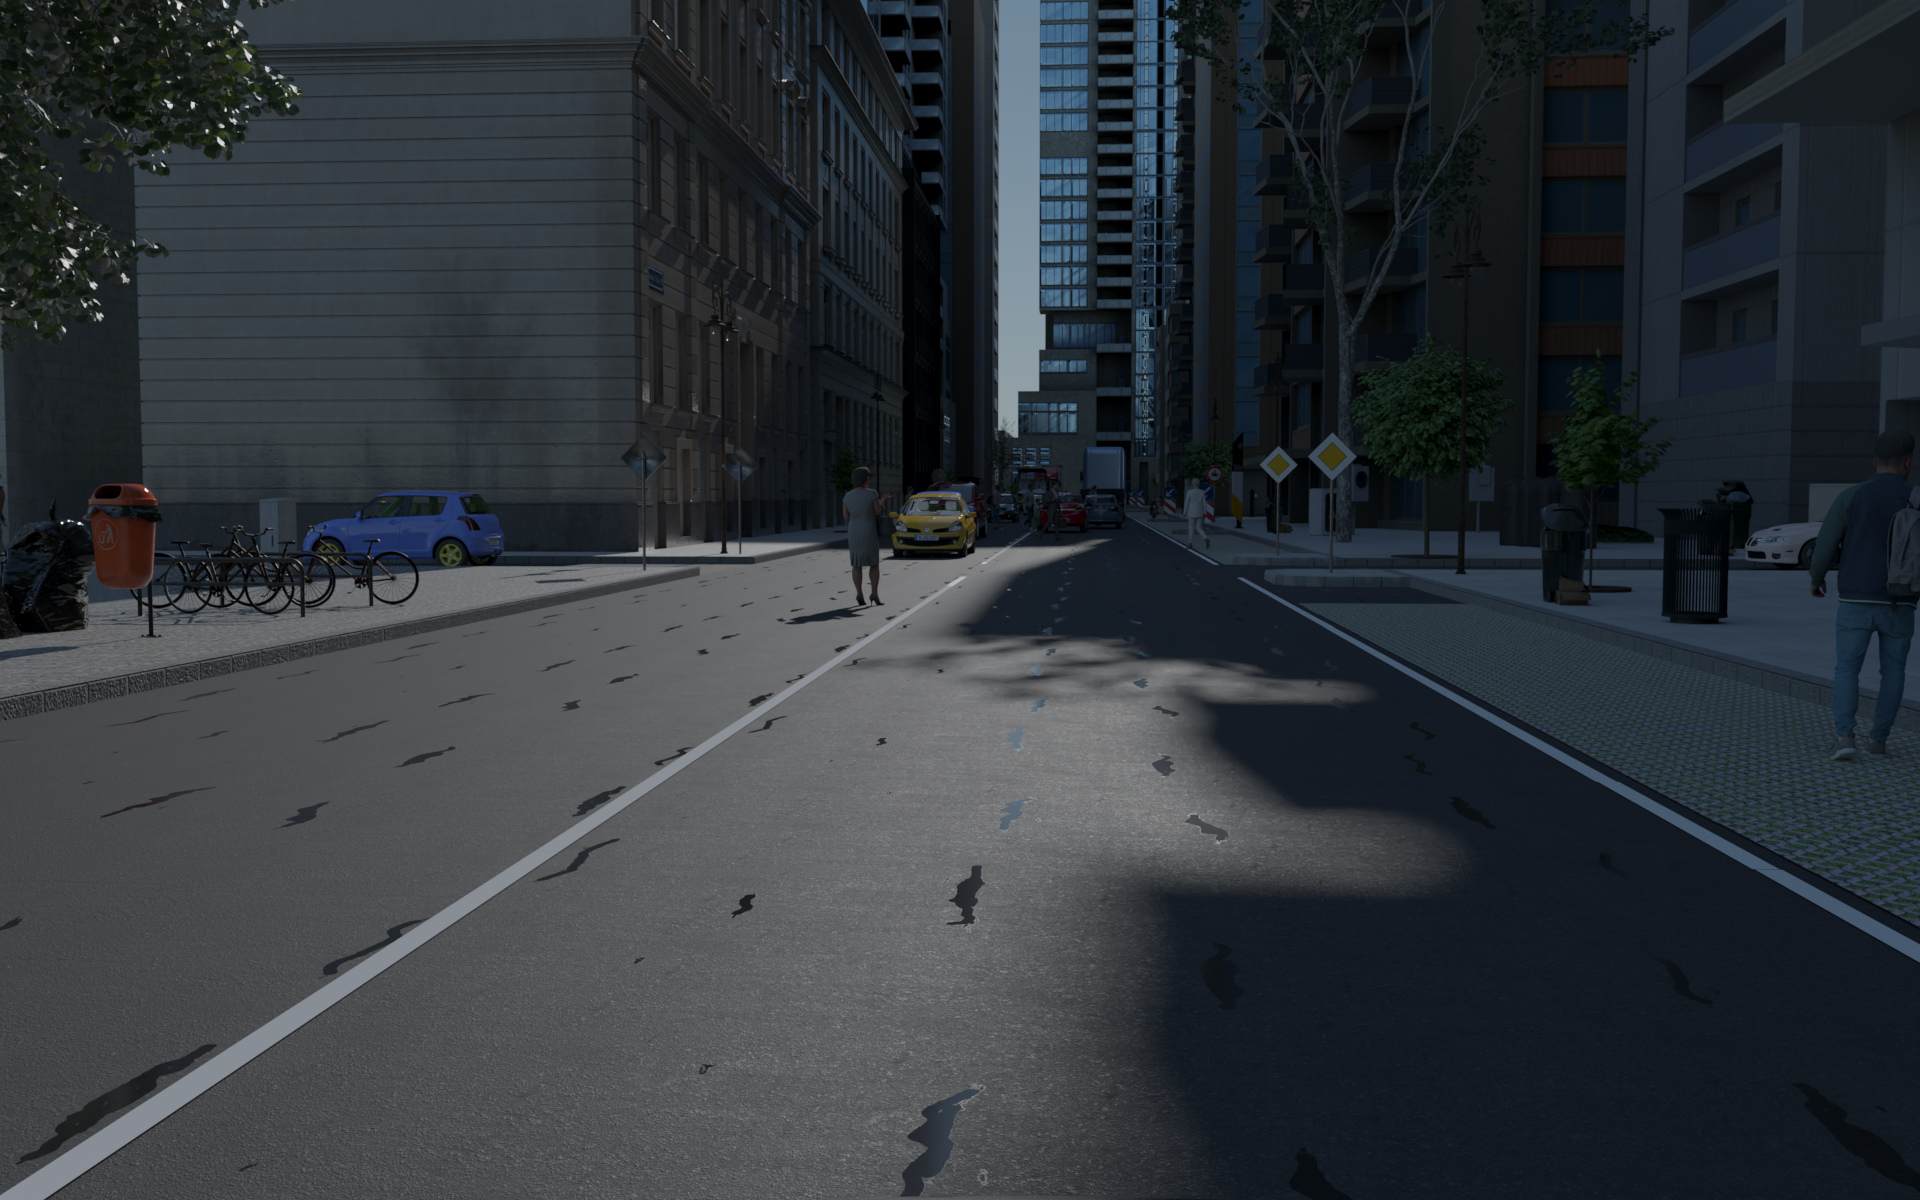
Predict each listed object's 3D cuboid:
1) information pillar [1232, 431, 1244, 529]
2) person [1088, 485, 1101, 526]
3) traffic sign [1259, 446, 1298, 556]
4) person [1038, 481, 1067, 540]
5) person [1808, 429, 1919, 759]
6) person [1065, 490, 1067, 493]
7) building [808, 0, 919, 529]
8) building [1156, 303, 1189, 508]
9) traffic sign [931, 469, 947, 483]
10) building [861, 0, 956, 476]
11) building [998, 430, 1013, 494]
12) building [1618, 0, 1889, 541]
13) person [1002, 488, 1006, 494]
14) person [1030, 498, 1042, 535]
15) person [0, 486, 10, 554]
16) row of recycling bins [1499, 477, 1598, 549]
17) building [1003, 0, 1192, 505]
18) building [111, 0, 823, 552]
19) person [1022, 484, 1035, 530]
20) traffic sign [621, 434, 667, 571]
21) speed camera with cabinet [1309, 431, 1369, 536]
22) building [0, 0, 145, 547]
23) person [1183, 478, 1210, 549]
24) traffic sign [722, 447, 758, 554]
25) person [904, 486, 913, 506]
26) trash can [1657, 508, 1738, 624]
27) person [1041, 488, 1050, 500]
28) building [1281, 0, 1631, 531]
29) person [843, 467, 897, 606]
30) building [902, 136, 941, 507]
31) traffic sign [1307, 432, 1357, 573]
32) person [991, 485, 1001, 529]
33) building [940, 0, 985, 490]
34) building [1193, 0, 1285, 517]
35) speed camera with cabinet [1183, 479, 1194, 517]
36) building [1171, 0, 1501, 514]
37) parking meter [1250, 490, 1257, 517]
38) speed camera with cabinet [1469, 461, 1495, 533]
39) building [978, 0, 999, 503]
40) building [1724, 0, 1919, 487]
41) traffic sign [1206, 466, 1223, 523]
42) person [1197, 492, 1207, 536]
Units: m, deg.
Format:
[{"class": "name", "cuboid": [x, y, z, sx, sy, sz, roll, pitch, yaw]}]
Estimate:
[{"class": "information pillar", "cuboid": [10.326, -4.468, 64.405, 0.504, 3.616, 0.183, -2, 4, -33]}, {"class": "person", "cuboid": [5.994, -4.261, 78.268, 0.850, 1.850, 0.679, 2, 4, 27]}, {"class": "traffic sign", "cuboid": [6.621, -1.983, 36.068, 0.795, 2.450, 0.064, 0, 4, 4]}, {"class": "person", "cuboid": [2.896, -2.801, 54.255, 0.822, 1.834, 0.622, 2, 4, 31]}, {"class": "person", "cuboid": [4.959, -0.030, 9.341, 0.623, 1.781, 0.721, 1, 4, 12]}, {"class": "person", "cuboid": [8.719, -8.160, 142.696, 1.217, 1.735, 0.721, 0, 4, 7]}, {"class": "building", "cuboid": [-11.322, -14.953, 77.766, 16.112, 22.955, 30.059, 0, 4, 4]}, {"class": "building", "cuboid": [33.829, -19.902, 170.438, 27.650, 21.520, 28.899, 0, 4, 4]}, {"class": "traffic sign", "cuboid": [-1.062, -5.311, 86.944, 0.768, 2.556, 0.104, 1, 4, 9]}, {"class": "building", "cuboid": [-11.076, -49.813, 127.120, 22.319, 86.520, 31.000, 0, 4, 4]}, {"class": "building", "cuboid": [-7.725, -37.992, 210.401, 27.495, 52.752, 28.713, 0, 4, 4]}, {"class": "building", "cuboid": [34.105, -30.649, 43.104, 28.212, 58.520, 21.231, 0, 4, 4]}, {"class": "person", "cuboid": [2.842, -6.130, 109.005, 0.850, 1.792, 0.678, 0, 4, 3]}, {"class": "person", "cuboid": [2.652, -2.911, 60.346, 0.590, 1.304, 0.306, -3, 4, -39]}, {"class": "person", "cuboid": [-18.643, -1.527, 33.435, 0.580, 1.828, 0.573, 3, 4, 36]}, {"class": "row of recycling bins", "cuboid": [14.192, -2.129, 41.927, 1.069, 1.692, 3.534, -1, 4, -12]}, {"class": "building", "cuboid": [21.211, -54.522, 204.112, 31.000, 86.520, 22.319, 0, 4, 4]}, {"class": "building", "cuboid": [-11.825, -15.455, 49.945, 12.463, 27.353, 25.104, 0, 4, 4]}, {"class": "person", "cuboid": [2.740, -3.744, 69.563, 0.795, 1.843, 0.661, 3, 5, 39]}, {"class": "traffic sign", "cuboid": [-5.284, -1.549, 28.967, 0.795, 2.450, 0.064, 0, 4, 4]}, {"class": "speed camera with cabinet", "cuboid": [11.743, -3.625, 53.612, 2.038, 3.252, 0.660, -2, 4, -34]}, {"class": "building", "cuboid": [-29.482, -11.596, 44.349, 16.860, 20.320, 10.420, 0, 4, 4]}, {"class": "person", "cuboid": [6.105, -2.216, 44.608, 0.514, 1.842, 0.818, -2, 4, -34]}, {"class": "traffic sign", "cuboid": [-4.690, -2.036, 36.930, 0.795, 2.450, 0.064, 0, 4, 4]}, {"class": "person", "cuboid": [-1.704, -3.056, 59.471, 0.522, 1.701, 0.512, -3, 5, -44]}, {"class": "trash can", "cuboid": [7.330, -0.343, 17.256, 0.748, 1.137, 0.748, 0, 3, 0]}, {"class": "person", "cuboid": [5.762, -6.443, 113.775, 1.348, 1.831, 0.705, -2, 4, -32]}, {"class": "building", "cuboid": [23.816, -25.479, 71.213, 22.147, 44.769, 28.867, 0, 4, 4]}, {"class": "person", "cuboid": [-1.130, -0.823, 22.314, 0.716, 1.782, 0.532, 1, 4, 20]}, {"class": "building", "cuboid": [-7.945, -16.562, 100.469, 12.332, 23.373, 15.834, 0, 4, 4]}, {"class": "traffic sign", "cuboid": [6.027, -1.496, 28.105, 0.795, 2.450, 0.064, 0, 4, 4]}, {"class": "person", "cuboid": [1.484, -3.849, 71.440, 0.388, 1.821, 0.555, -2, 4, -35]}, {"class": "building", "cuboid": [-5.204, -30.634, 150.977, 14.600, 45.320, 14.200, 0, 4, 4]}, {"class": "building", "cuboid": [21.308, -27.677, 102.631, 14.600, 45.320, 14.200, 0, 4, 4]}, {"class": "speed camera with cabinet", "cuboid": [13.042, -6.376, 98.588, 0.660, 3.252, 2.038, 0, 4, 6]}, {"class": "building", "cuboid": [28.706, -29.713, 140.436, 22.147, 44.769, 28.867, 0, 4, 4]}, {"class": "parking meter", "cuboid": [16.302, -5.374, 96.276, 0.372, 1.533, 0.369, 0, 3, 0]}, {"class": "speed camera with cabinet", "cuboid": [17.712, -3.805, 56.546, 2.038, 3.252, 0.660, 0, 4, -1]}, {"class": "building", "cuboid": [-10.273, -38.806, 176.471, 28.212, 58.520, 21.231, 0, 4, 4]}, {"class": "building", "cuboid": [23.482, -25.775, 10.660, 28.713, 52.752, 27.495, 0, 4, 4]}, {"class": "traffic sign", "cuboid": [11.459, -4.764, 77.993, 0.768, 2.556, 0.104, 0, 4, 6]}, {"class": "person", "cuboid": [8.155, -2.913, 58.725, 0.503, 1.515, 0.523, 2, 4, 31]}]
